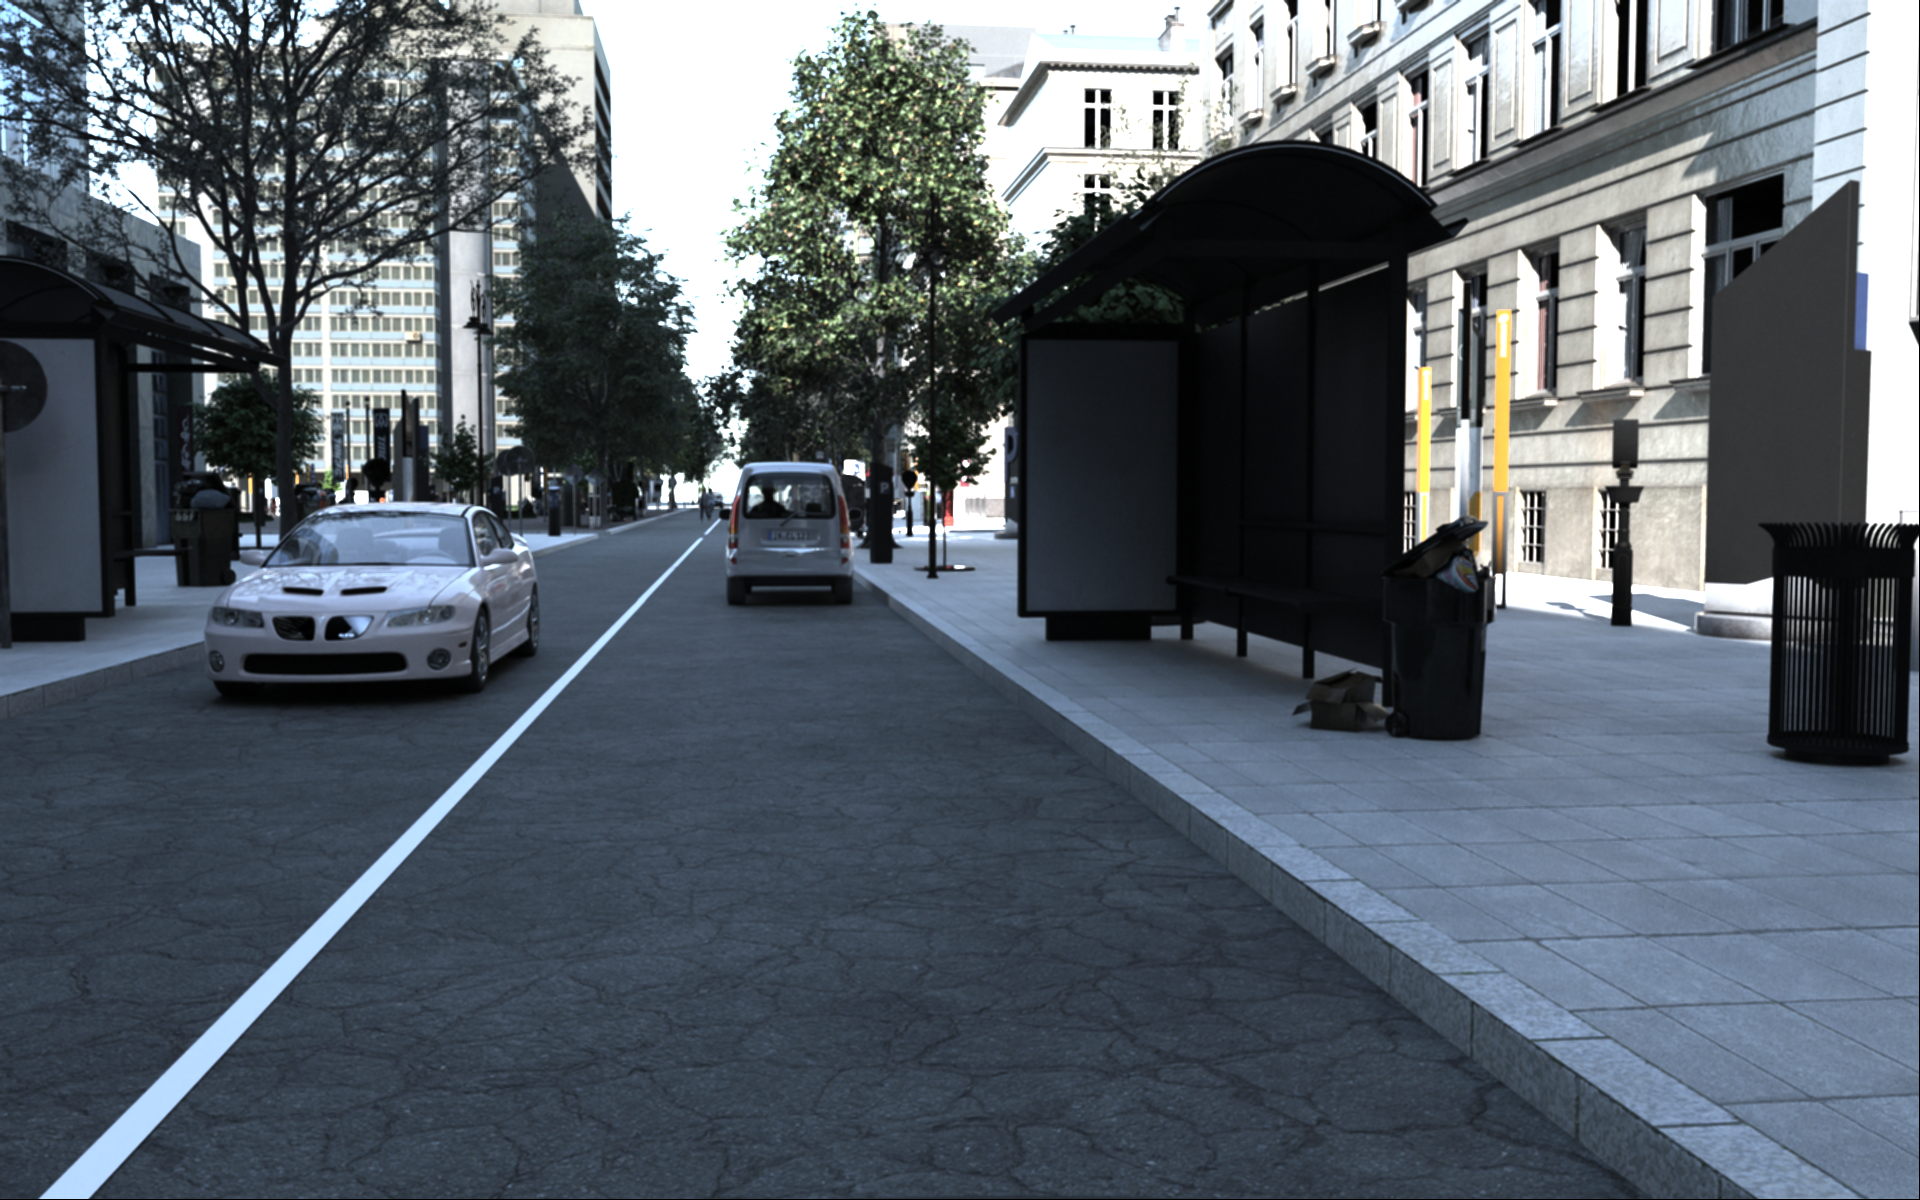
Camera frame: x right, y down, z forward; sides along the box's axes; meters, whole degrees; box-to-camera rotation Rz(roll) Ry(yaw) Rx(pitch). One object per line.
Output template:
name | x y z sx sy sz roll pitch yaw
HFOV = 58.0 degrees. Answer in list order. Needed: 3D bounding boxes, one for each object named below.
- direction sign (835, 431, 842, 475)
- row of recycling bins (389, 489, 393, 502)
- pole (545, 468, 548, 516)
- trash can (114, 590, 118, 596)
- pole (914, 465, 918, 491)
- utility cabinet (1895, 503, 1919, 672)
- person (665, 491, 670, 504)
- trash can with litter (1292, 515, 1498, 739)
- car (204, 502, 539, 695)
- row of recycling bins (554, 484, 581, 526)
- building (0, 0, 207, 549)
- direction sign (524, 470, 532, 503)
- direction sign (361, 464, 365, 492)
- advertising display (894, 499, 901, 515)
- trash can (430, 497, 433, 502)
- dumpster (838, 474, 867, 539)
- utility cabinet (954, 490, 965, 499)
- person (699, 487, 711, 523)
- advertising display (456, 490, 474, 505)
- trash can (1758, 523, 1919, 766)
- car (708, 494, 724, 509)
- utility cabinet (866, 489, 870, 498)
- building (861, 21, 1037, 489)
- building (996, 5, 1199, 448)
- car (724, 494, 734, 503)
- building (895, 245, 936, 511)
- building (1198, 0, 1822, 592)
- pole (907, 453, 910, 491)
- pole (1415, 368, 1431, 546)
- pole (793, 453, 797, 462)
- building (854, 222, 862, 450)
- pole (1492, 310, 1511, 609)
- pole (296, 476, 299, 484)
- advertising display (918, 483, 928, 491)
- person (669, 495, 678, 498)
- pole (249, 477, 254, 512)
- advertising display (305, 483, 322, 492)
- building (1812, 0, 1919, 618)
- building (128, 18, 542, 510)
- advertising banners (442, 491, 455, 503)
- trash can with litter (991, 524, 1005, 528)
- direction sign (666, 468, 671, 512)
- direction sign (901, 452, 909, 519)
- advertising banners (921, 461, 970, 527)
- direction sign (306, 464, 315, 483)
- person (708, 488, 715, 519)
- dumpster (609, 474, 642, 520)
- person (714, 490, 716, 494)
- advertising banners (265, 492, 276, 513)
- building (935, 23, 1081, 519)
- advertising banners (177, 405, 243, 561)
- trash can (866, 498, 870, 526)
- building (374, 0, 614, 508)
direction sign | -4.387 -4.309 62.456 0.379 3.537 0.876 -1 4 -18
row of recycling bins | -39.893 -7.118 123.490 1.069 1.692 3.534 0 4 -4
pole | -23.836 -6.481 99.809 0.158 3.312 0.155 0 3 0
trash can | -10.490 -0.562 20.847 0.748 1.137 0.748 0 3 0
pole | -2.305 -5.929 90.785 0.158 3.312 0.155 0 3 0
utility cabinet | 7.296 -0.076 12.397 1.020 1.237 0.306 2 4 34
person | -36.385 -12.758 217.237 1.348 1.807 0.705 2 4 24
trash can with litter | 2.307 0.130 9.264 1.055 1.170 0.624 2 4 33
car | -4.533 -0.095 13.919 2.083 1.381 4.827 0 4 -6
row of recycling bins | -16.224 -3.898 70.843 1.069 1.692 3.534 -1 4 -20
building | -33.608 -43.848 29.580 31.000 86.520 22.319 0 4 -7
direction sign | -26.573 -7.057 107.385 0.876 3.537 0.379 -2 4 -34
direction sign | -45.542 -8.577 132.228 0.379 3.537 0.876 0 4 -1
advertising display | -4.101 -6.268 107.700 0.974 1.923 0.123 -3 4 -38
trash can | -28.172 -4.880 91.441 0.748 1.137 0.748 0 3 0
dumpster | -3.323 -2.688 49.712 1.264 1.857 1.865 0 4 -7
utility cabinet | -0.156 -4.971 89.955 0.318 1.500 1.173 -2 4 -33
person | -12.524 -4.688 85.329 0.709 1.800 0.728 2 4 32
advertising display | -17.420 -3.409 60.949 0.974 1.923 0.123 3 5 41
trash can | 4.251 0.201 8.366 0.748 1.137 0.748 0 3 0
car | -24.551 -9.989 173.104 2.009 1.686 4.222 0 4 -5
utility cabinet | -3.900 -3.781 70.491 0.318 1.500 1.173 3 4 39
building | -1.039 -28.816 154.728 14.154 41.232 14.086 0 4 -7
building | 19.901 -16.021 81.026 34.723 24.649 14.460 0 4 -7
car | -36.339 -16.029 271.668 1.945 1.707 3.694 0 4 -7
building | 2.108 -17.453 127.156 13.314 21.916 24.055 0 4 -7
building | 15.445 -12.284 34.127 16.112 22.955 30.059 0 4 -7
pole | -2.540 -5.599 85.385 0.158 3.312 0.155 0 3 0
pole | 7.499 -2.092 28.054 0.158 3.312 0.155 0 3 0
pole | -8.019 -5.537 84.381 0.158 3.312 0.155 0 3 0
building | -3.383 -29.684 168.921 14.154 41.232 14.086 0 4 -7
pole | 6.040 -1.559 19.331 0.158 3.312 0.155 0 3 0
pole | -47.754 -8.017 124.920 0.158 3.312 0.155 0 3 0
advertising display | -2.315 -6.031 103.819 0.974 1.923 0.123 3 4 36
person | -35.718 -12.622 215.654 1.217 1.735 0.721 0 4 -2
pole | -43.330 -6.851 105.856 0.158 3.312 0.155 0 3 0
advertising display | -36.610 -5.683 98.124 0.974 1.923 0.123 0 4 1
building | 16.248 -13.848 3.913 11.434 29.767 29.804 0 4 -7
building | -48.856 -27.753 145.637 32.217 40.220 23.993 0 4 -7
advertising banners | -29.208 -6.323 99.568 0.090 3.025 2.074 1 4 14
trash can with litter | 2.176 -3.351 65.843 2.233 1.210 1.678 3 5 42
direction sign | -21.310 -8.234 126.624 0.379 3.537 0.876 -1 4 -9
direction sign | -2.807 -5.914 88.692 0.379 3.537 0.876 2 4 26
advertising banners | -0.497 -4.376 67.733 2.074 3.025 0.090 -1 4 -13
direction sign | -48.581 -8.413 129.557 0.379 3.537 0.876 1 4 23
person | -14.135 -5.477 98.312 0.793 1.790 0.793 -2 4 -27
dumpster | -16.421 -5.042 84.937 1.502 2.255 1.985 0 4 -7
person | -26.276 -10.851 185.916 0.705 1.824 1.348 0 4 4
advertising banners | -47.637 -7.586 120.218 0.090 3.025 2.074 1 4 21
building | 5.425 -18.655 102.268 12.463 27.353 25.104 0 4 -7
advertising banners | -14.664 -2.300 33.794 2.074 3.025 0.090 2 4 35
trash can | -3.308 -3.323 65.990 0.748 1.137 0.748 0 3 0
building | -45.361 -33.336 168.745 21.300 48.544 21.600 0 4 -7
